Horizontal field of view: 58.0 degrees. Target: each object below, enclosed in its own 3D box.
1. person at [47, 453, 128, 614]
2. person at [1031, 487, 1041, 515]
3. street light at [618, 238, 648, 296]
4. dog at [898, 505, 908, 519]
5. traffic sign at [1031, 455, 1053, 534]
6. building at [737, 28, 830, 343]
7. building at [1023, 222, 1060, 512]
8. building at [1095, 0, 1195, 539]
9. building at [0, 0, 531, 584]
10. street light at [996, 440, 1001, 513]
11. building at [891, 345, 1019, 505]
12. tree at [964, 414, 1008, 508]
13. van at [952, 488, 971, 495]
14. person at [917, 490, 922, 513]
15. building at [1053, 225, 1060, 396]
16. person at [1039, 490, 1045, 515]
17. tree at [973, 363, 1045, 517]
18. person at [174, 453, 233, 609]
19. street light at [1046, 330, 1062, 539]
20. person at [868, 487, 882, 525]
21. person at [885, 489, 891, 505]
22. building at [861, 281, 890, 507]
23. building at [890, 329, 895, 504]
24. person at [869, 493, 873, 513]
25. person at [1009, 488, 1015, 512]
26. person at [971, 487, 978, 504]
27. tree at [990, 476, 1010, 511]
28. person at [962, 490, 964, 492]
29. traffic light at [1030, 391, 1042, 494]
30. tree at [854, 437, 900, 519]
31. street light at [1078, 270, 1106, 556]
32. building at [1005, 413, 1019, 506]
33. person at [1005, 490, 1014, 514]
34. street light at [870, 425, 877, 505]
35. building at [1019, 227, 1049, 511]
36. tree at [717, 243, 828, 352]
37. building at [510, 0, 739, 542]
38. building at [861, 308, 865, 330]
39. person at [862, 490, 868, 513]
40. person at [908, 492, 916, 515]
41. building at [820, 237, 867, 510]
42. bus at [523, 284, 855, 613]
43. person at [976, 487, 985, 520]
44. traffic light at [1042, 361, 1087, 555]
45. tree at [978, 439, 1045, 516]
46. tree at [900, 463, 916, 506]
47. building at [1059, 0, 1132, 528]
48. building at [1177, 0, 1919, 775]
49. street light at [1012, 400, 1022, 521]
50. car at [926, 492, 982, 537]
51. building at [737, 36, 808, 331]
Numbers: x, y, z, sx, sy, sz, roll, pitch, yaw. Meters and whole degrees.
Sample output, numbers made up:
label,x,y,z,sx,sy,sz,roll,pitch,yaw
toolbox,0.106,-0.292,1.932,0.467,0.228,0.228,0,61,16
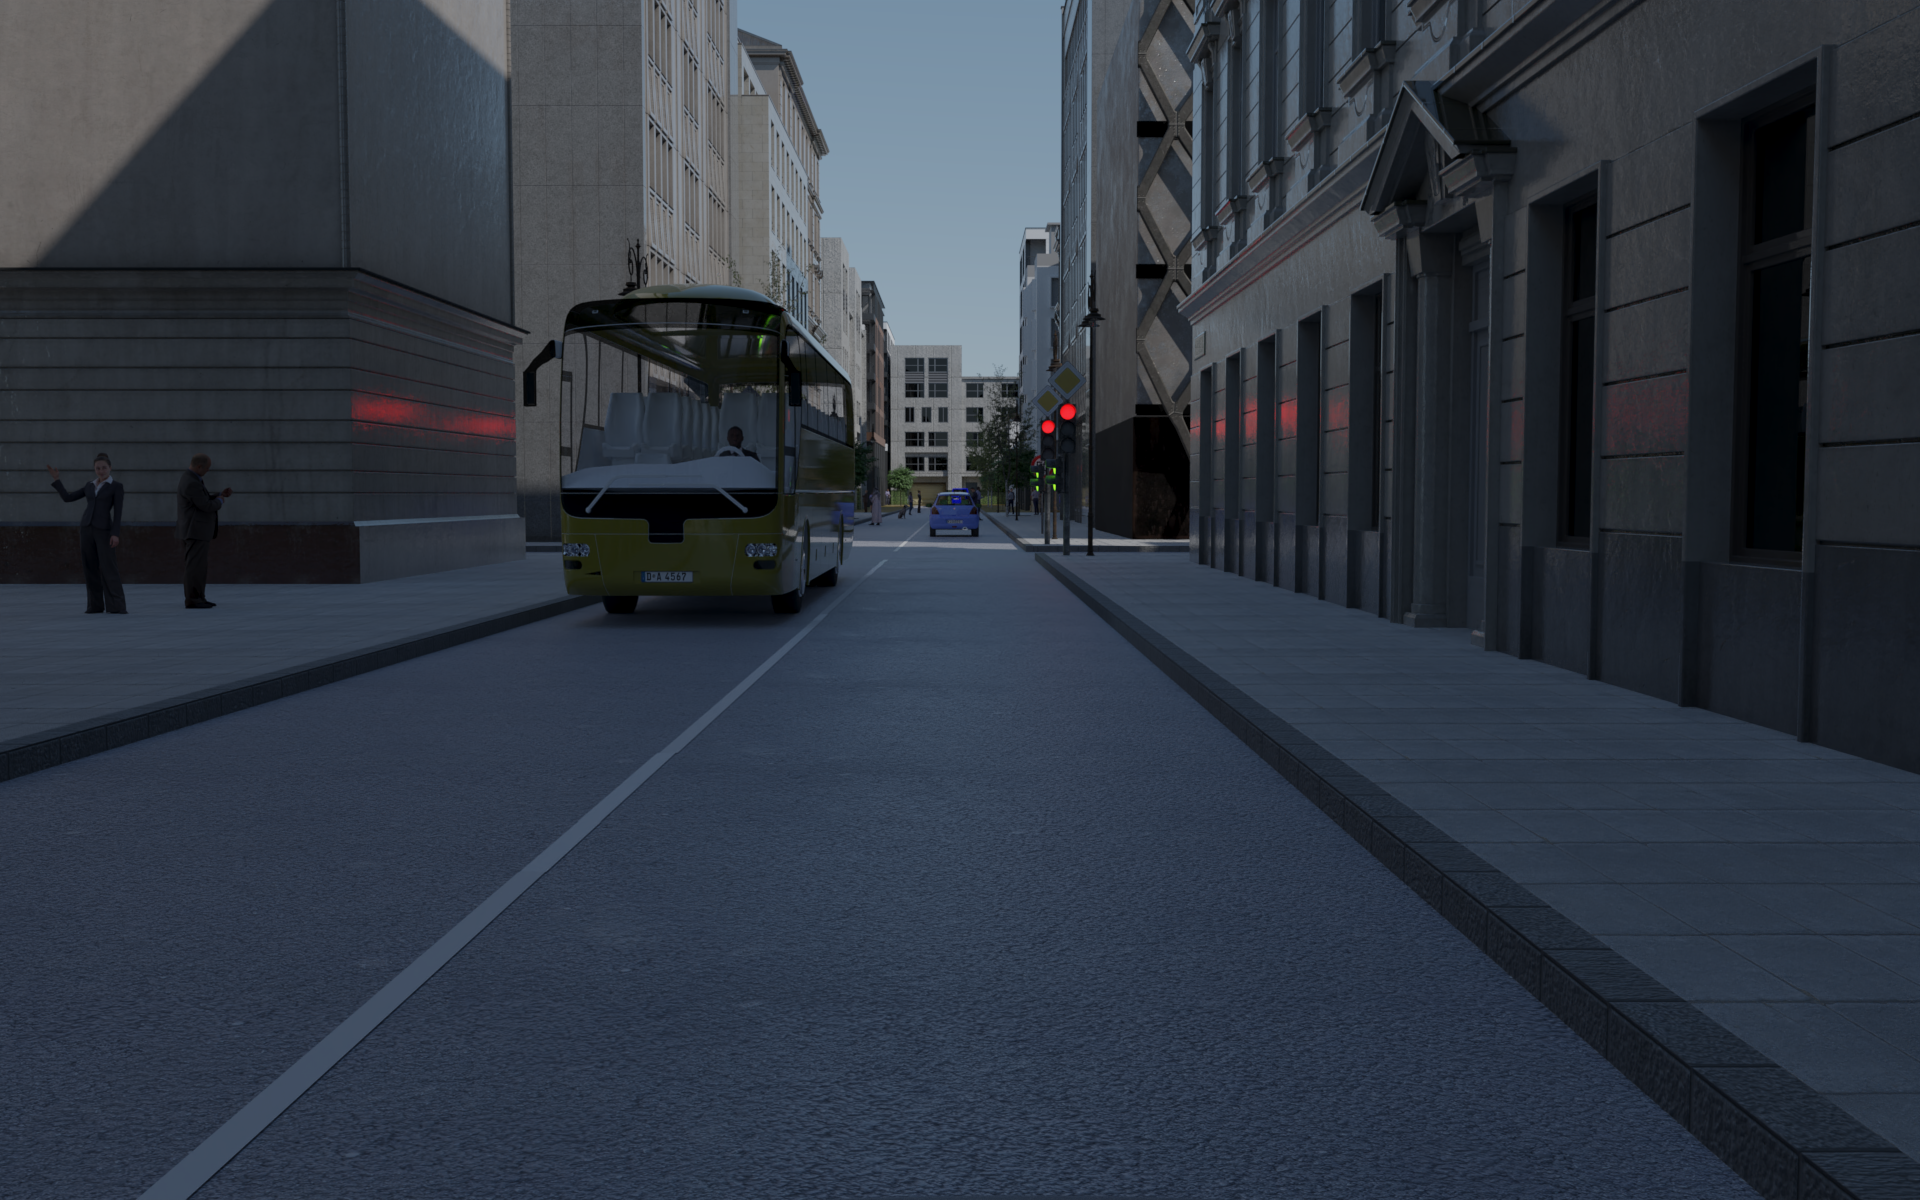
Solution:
label,x,y,z,sx,sy,sz,roll,pitch,yaw
person,-9.312,-0.712,18.483,0.742,1.727,0.445,-2,4,-26
person,4.598,-6.063,106.104,0.756,1.711,0.436,-2,4,-23
street light,-5.829,-3.593,31.530,0.468,5.910,1.993,0,3,0
dog,-3.405,-5.160,101.208,0.513,0.831,0.800,-2,4,-29
traffic sign,2.659,-3.407,55.807,0.768,2.556,0.104,0,4,1
building,-14.275,-18.233,95.370,12.463,27.353,25.104,0,3,0
building,12.668,-16.514,126.419,16.016,20.091,11.380,0,3,0
building,13.236,-11.384,53.584,16.811,18.784,16.820,0,3,0
building,-17.609,-10.040,28.786,19.286,19.102,10.561,0,3,0
street light,2.610,-8.899,118.281,0.468,5.910,1.993,0,3,0
building,7.531,-21.261,214.068,31.486,18.905,16.747,0,3,0
tree,2.510,-13.318,168.103,4.737,8.622,4.395,0,3,0
van,0.027,-10.929,183.079,2.240,2.365,5.245,0,4,1
person,-2.982,-7.413,130.503,0.445,1.727,0.742,-2,4,-23
building,12.786,-17.309,102.086,14.460,24.649,34.723,0,3,0
person,5.091,-6.013,104.891,0.617,1.759,0.750,0,4,-6
tree,2.685,-8.969,97.010,4.360,8.622,3.978,0,3,0
person,-8.510,-0.780,19.490,0.565,1.739,0.600,3,5,39
street light,2.689,-4.663,49.027,0.468,5.910,1.993,0,3,0
person,-3.872,-4.308,79.608,0.621,1.740,0.551,1,4,16
person,-8.136,-11.622,195.928,0.709,1.838,0.599,-2,4,-34
building,-24.497,-20.543,179.856,32.646,21.610,27.936,0,3,0
building,-24.910,-22.930,218.886,32.646,21.610,27.936,0,3,0
person,-5.967,-6.644,117.910,0.421,1.427,0.697,0,4,3
person,3.596,-7.015,121.658,0.541,1.710,0.530,0,4,-7
person,0.586,-4.637,84.770,0.568,1.767,0.683,0,4,-5
tree,3.238,-8.285,130.060,1.663,3.219,1.824,0,3,0
person,0.245,-8.703,150.888,0.705,1.812,1.348,3,5,44
traffic light,2.212,-3.361,44.197,0.839,4.213,0.868,0,3,0
tree,-5.846,-6.448,89.140,4.285,4.588,4.351,0,3,0
street light,2.710,-3.857,35.847,0.468,5.910,1.993,0,3,0
building,9.571,-14.549,180.025,9.099,9.664,28.070,0,3,0
person,3.162,-6.252,110.469,0.590,1.554,0.614,3,4,36
street light,-5.731,-8.646,114.145,0.468,5.910,1.993,0,3,0
building,18.952,-18.670,149.233,27.936,21.610,32.646,0,3,0
tree,-5.969,-6.187,51.524,4.360,8.622,3.978,0,3,0
building,-14.338,-14.513,55.308,12.078,24.808,19.932,0,3,0
building,-16.573,-18.399,157.242,16.016,20.091,11.380,0,3,0
person,-6.563,-6.818,119.794,0.388,1.546,0.482,1,4,11
person,-3.317,-6.553,117.593,0.435,1.587,0.963,1,4,13
building,-16.546,-16.443,135.301,16.747,18.905,31.486,0,3,0
bus,-3.094,-1.989,24.073,2.896,3.916,12.252,0,3,0
person,1.062,-5.242,94.076,0.599,1.838,0.709,-3,5,-41
traffic light,2.213,-2.873,36.212,0.839,4.213,0.868,0,3,0
tree,3.433,-7.205,101.520,4.285,4.588,4.351,0,3,0
tree,-6.151,-12.168,182.662,4.285,4.588,4.351,0,3,0
building,10.913,-15.705,74.805,12.078,24.808,19.932,0,3,0
building,12.263,-14.332,10.744,17.030,29.872,44.131,0,3,0
street light,2.753,-6.794,83.873,0.468,5.910,1.993,0,3,0
car,-0.213,-3.046,59.401,1.945,1.707,3.694,0,4,-1
building,-12.474,-13.449,74.642,10.420,20.320,16.860,0,3,0
